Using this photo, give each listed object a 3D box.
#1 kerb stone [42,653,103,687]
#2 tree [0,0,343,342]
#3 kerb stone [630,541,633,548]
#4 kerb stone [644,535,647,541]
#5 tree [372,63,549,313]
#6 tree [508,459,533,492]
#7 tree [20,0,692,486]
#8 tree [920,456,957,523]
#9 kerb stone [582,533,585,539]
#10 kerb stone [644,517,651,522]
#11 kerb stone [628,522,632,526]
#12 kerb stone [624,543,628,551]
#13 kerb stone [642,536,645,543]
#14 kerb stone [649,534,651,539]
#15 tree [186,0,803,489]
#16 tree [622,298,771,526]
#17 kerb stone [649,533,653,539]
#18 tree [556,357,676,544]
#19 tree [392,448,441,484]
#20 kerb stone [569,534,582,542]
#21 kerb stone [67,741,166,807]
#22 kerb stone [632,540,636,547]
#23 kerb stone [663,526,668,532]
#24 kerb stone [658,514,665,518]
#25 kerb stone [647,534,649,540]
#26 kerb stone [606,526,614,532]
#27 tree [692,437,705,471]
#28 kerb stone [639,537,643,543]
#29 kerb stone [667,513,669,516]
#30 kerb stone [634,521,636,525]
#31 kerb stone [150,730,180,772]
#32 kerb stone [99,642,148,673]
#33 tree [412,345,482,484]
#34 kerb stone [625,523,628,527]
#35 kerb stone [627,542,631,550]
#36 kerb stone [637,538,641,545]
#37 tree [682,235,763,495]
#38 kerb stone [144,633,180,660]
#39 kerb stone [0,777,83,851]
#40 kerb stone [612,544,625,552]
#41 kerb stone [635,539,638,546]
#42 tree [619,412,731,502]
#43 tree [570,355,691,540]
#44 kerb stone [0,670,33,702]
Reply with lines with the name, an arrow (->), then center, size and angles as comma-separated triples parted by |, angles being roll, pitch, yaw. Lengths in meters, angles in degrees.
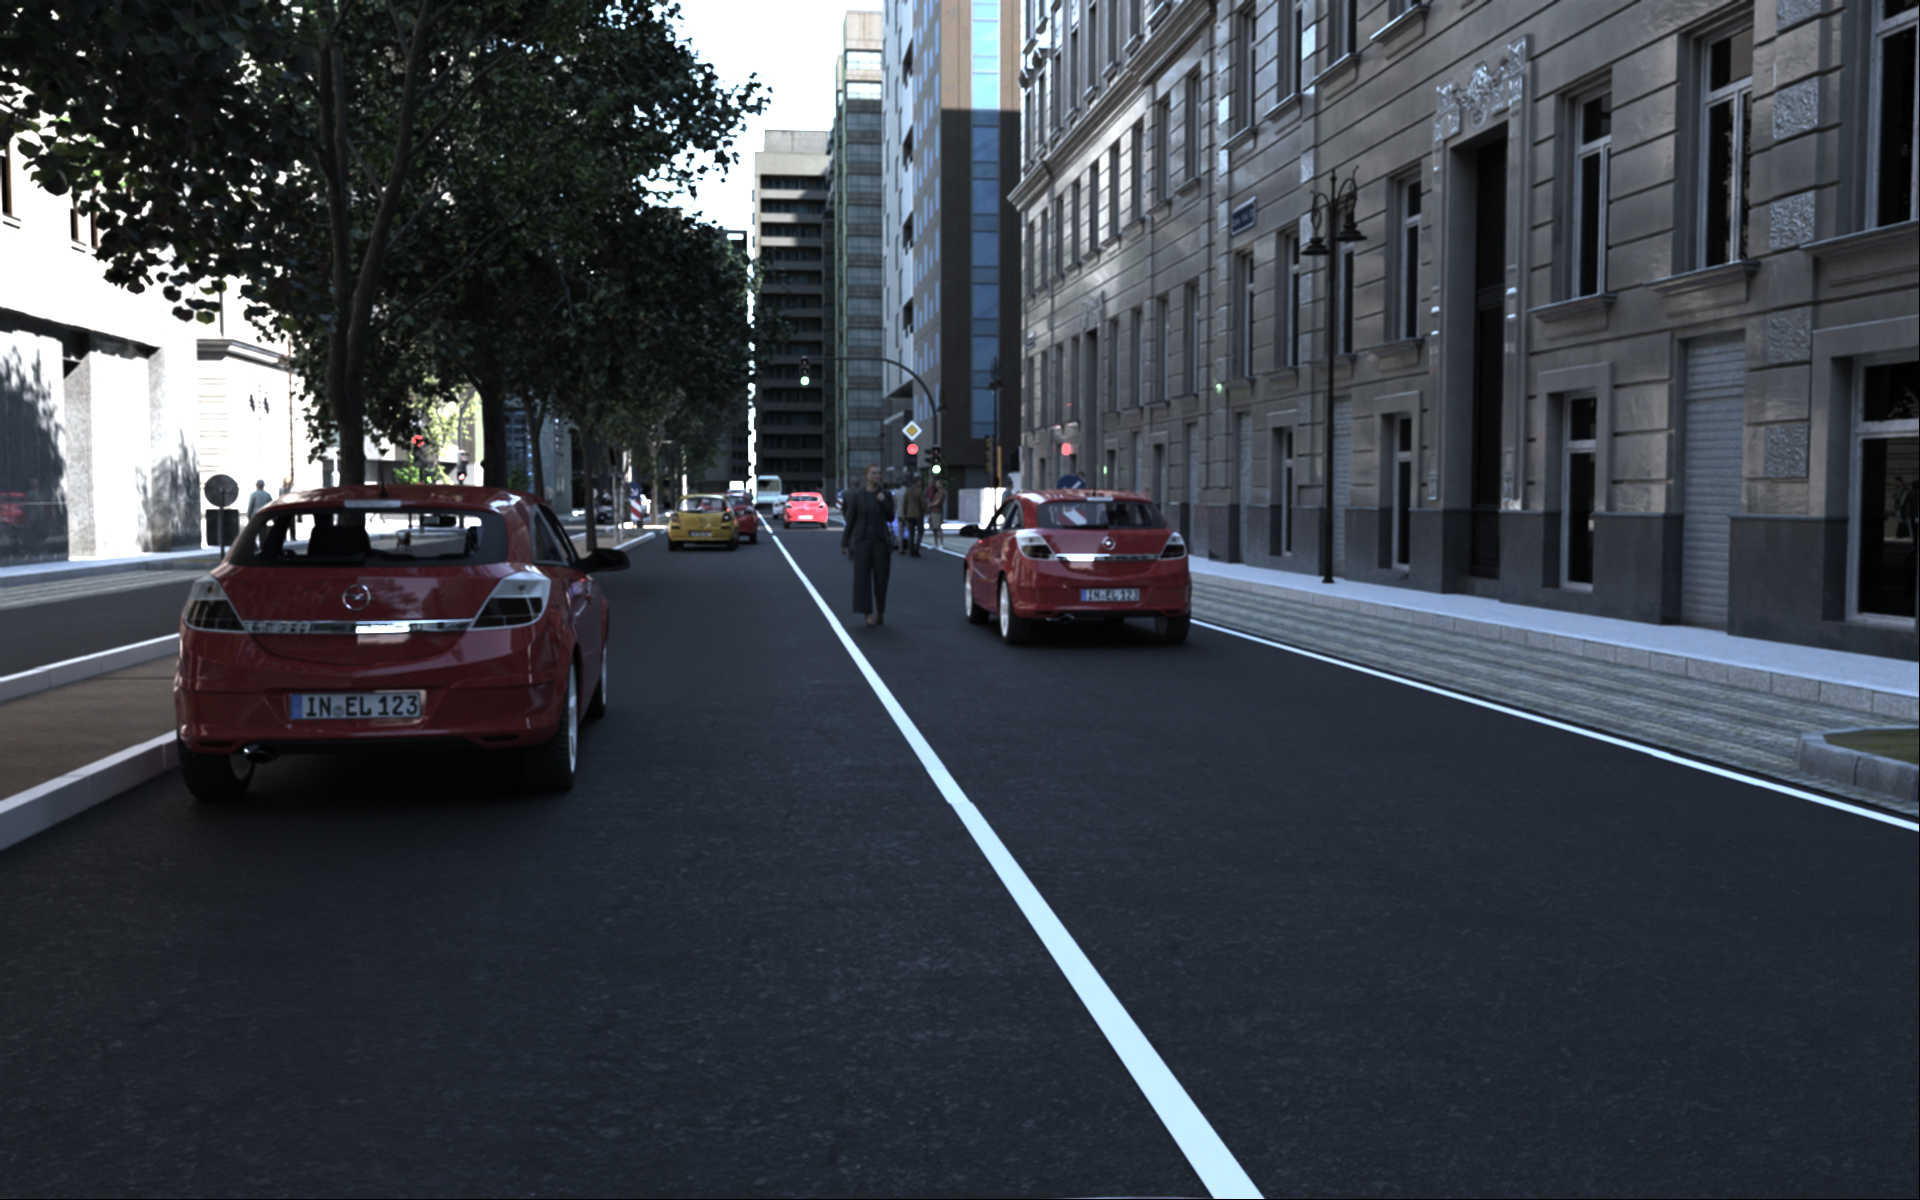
kerb stone -> -6.809, 0.549, 13.220 | 0.120, 0.150, 1.000 | 0, 4, -7
tree -> -5.073, -5.977, 6.831 | 9.857, 13.997, 8.962 | 0, 3, 0
kerb stone -> -8.658, -1.396, 45.017 | 0.120, 0.150, 1.000 | 0, 4, -7
kerb stone -> -9.402, -1.769, 51.113 | 0.120, 0.150, 1.000 | 0, 4, -7
tree -> -8.512, -6.017, 35.242 | 8.767, 10.594, 7.601 | 0, 4, -7
tree -> -24.438, -6.203, 96.019 | 1.663, 3.219, 1.824 | 0, 3, 0
tree -> -5.968, -5.421, 16.842 | 9.928, 11.665, 9.643 | 0, 3, 0
tree -> -0.909, -4.998, 76.320 | 1.663, 3.219, 1.824 | 0, 3, 0
kerb stone -> -11.869, -1.932, 53.910 | 0.120, 0.150, 1.000 | 0, 4, -7
kerb stone -> -16.627, -4.277, 92.129 | 0.120, 0.150, 1.000 | 0, 4, -7
kerb stone -> -14.849, -3.405, 77.874 | 0.120, 0.150, 1.000 | 0, 4, -7
kerb stone -> -8.396, -1.272, 42.985 | 0.120, 0.150, 1.000 | 0, 4, -7
kerb stone -> -9.282, -1.707, 50.098 | 0.120, 0.150, 1.000 | 0, 4, -7
kerb stone -> -9.657, -1.891, 53.161 | 0.120, 0.150, 1.000 | 0, 4, -7
tree -> -7.202, -6.552, 26.583 | 9.611, 12.733, 9.660 | 0, 3, 0
tree -> -14.804, -10.781, 89.100 | 12.009, 13.543, 11.850 | 0, 3, 0
kerb stone -> -9.782, -1.956, 54.175 | 0.120, 0.150, 1.000 | 0, 4, -7
tree -> -9.774, -5.895, 49.208 | 4.737, 8.622, 4.395 | 0, 3, 0
tree -> -21.673, -4.514, 68.412 | 1.663, 3.219, 1.824 | 0, 3, 0
kerb stone -> -11.740, -1.878, 52.895 | 0.120, 0.150, 1.000 | 0, 4, -7
kerb stone -> -4.091, 0.844, 8.392 | 0.120, 0.150, 1.000 | 0, 4, -7
kerb stone -> -8.768, -1.458, 46.033 | 0.120, 0.150, 1.000 | 0, 4, -7
kerb stone -> -11.501, -2.796, 67.939 | 0.120, 0.150, 1.000 | 0, 4, -7
kerb stone -> -18.521, -5.209, 107.387 | 0.120, 0.150, 1.000 | 0, 4, -7
kerb stone -> -9.534, -1.831, 52.137 | 0.120, 0.150, 1.000 | 0, 4, -7
kerb stone -> -13.455, -2.720, 66.669 | 0.120, 0.150, 1.000 | 0, 4, -7
tree -> -19.949, -10.638, 126.750 | 4.360, 8.622, 3.978 | 0, 3, 0
kerb stone -> -9.157, -1.640, 49.084 | 0.120, 0.150, 1.000 | 0, 4, -7
kerb stone -> -19.154, -5.521, 112.474 | 0.120, 0.150, 1.000 | 0, 4, -7
kerb stone -> -14.978, -3.466, 78.889 | 0.120, 0.150, 1.000 | 0, 4, -7
kerb stone -> -4.217, 0.788, 9.412 | 0.120, 0.150, 1.000 | 0, 4, -7
kerb stone -> -6.932, 0.487, 14.235 | 0.120, 0.150, 1.000 | 0, 4, -7
tree -> -22.566, -7.559, 73.952 | 4.737, 8.622, 4.395 | 0, 3, 0
kerb stone -> -14.341, -3.157, 73.808 | 0.120, 0.150, 1.000 | 0, 4, -7
kerb stone -> -8.518, -1.331, 44.000 | 0.120, 0.150, 1.000 | 0, 4, -7
kerb stone -> -9.023, -1.583, 48.071 | 0.120, 0.150, 1.000 | 0, 4, -7
tree -> -19.834, -15.767, 116.131 | 12.611, 20.169, 13.585 | 0, 3, 0
kerb stone -> -7.061, 0.425, 15.259 | 0.120, 0.150, 1.000 | 0, 4, -7
kerb stone -> -3.965, 0.906, 7.375 | 0.120, 0.150, 1.000 | 0, 4, -7
kerb stone -> -8.265, -1.210, 41.972 | 0.120, 0.150, 1.000 | 0, 4, -7
kerb stone -> -8.895, -1.520, 47.047 | 0.120, 0.150, 1.000 | 0, 4, -7
tree -> -17.383, -11.369, 106.459 | 7.486, 12.596, 7.792 | 0, 3, 0
tree -> -10.529, -6.176, 53.789 | 4.360, 8.622, 3.978 | 0, 3, 0
kerb stone -> -6.682, 0.617, 12.207 | 0.120, 0.150, 1.000 | 0, 4, -7
